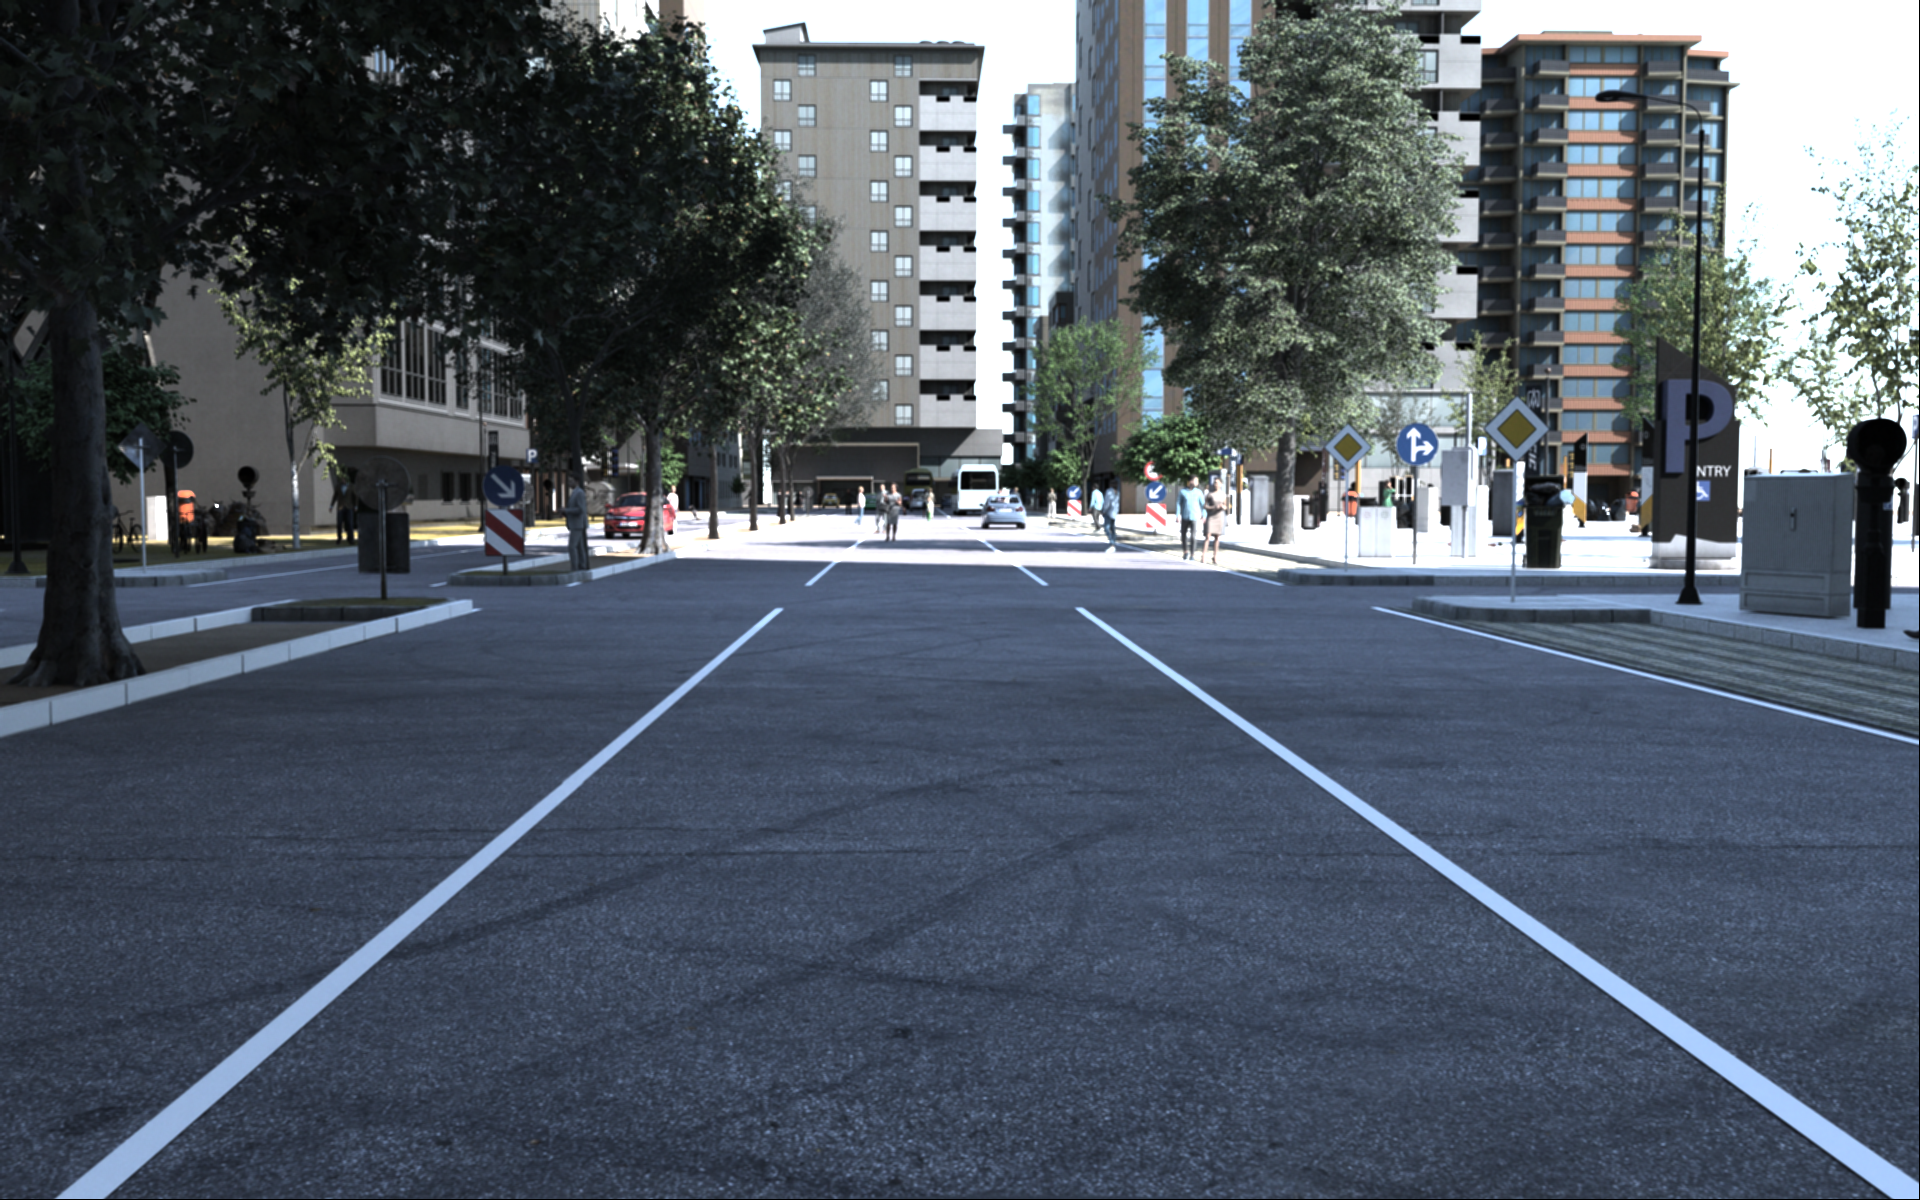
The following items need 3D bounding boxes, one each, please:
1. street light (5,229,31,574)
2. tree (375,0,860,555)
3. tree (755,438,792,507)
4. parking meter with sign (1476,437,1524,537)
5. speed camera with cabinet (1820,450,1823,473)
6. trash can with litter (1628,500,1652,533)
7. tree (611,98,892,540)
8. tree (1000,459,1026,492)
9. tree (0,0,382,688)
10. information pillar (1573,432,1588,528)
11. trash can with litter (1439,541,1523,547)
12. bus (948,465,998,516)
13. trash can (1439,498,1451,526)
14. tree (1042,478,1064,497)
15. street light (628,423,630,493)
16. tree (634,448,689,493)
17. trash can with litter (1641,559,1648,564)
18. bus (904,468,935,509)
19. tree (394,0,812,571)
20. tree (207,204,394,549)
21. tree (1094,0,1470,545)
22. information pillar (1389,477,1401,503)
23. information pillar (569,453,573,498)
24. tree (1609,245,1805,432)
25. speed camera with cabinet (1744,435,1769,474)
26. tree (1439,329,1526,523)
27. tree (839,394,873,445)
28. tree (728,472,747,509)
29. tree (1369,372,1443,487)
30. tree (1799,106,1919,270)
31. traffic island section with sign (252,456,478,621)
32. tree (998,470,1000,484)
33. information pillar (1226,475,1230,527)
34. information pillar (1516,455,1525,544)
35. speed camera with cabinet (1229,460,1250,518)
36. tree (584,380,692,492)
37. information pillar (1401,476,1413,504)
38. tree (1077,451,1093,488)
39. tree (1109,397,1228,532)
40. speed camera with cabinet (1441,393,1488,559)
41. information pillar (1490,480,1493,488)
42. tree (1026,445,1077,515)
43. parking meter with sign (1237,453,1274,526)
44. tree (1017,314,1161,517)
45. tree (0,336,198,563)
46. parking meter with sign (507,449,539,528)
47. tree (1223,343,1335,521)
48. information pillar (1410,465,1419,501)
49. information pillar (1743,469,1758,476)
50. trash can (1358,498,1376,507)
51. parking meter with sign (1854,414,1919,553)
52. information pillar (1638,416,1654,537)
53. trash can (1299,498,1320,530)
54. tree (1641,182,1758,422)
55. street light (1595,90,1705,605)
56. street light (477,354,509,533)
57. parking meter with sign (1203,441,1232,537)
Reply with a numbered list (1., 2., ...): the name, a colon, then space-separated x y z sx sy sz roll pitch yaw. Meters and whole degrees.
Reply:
1. street light: -14.656 -3.377 27.763 1.470 5.913 1.316 0 4 -1
2. tree: -7.257 -7.422 40.822 9.611 12.733 9.660 0 3 0
3. tree: -18.929 -13.602 172.761 4.360 8.622 3.978 0 3 0
4. parking meter with sign: 16.598 -3.450 52.673 1.738 3.016 0.543 3 5 42
5. speed camera with cabinet: 37.636 -5.063 77.111 2.038 3.252 0.660 1 4 15
6. trash can with litter: 22.601 -2.806 57.271 1.055 1.170 0.624 -3 5 -41
7. tree: -7.682 -8.617 53.715 12.009 13.543 11.850 0 3 0
8. tree: 5.909 -9.331 136.277 4.285 4.588 4.351 0 3 0
9. tree: -6.704 -5.720 12.988 9.611 12.733 9.660 0 3 0
10. information pillar: 23.505 -4.542 65.614 0.504 3.616 0.183 2 4 28
11. trash can with litter: 12.875 -1.917 42.398 2.233 1.210 1.678 1 4 13
12. bus: 0.876 -7.466 116.926 2.948 3.499 13.247 0 4 -2
13. trash can: 19.509 -3.522 69.235 0.748 1.137 0.748 0 3 0
14. tree: 6.828 -7.739 121.131 1.663 3.219 1.824 0 3 0
15. street light: -16.265 -7.050 87.811 1.470 5.913 1.316 0 4 -1
16. tree: -18.164 -7.451 105.539 4.285 4.588 4.351 0 3 0
17. trash can with litter: 13.193 -1.286 32.076 1.678 1.210 2.233 3 5 41
18. bus: -3.887 -10.559 164.179 2.896 3.916 12.252 0 4 -1
19. tree: -6.822 -5.779 31.364 8.767 10.594 7.601 0 4 -1
20. tree: -15.401 -5.514 40.516 4.737 8.622 4.395 0 3 0
21. tree: 8.194 -8.372 43.535 9.857 13.997 8.962 0 3 0
22. information pillar: 18.352 -4.207 73.272 0.304 2.012 0.304 2 4 34
23. information pillar: -17.780 -5.403 79.687 0.504 3.616 0.183 2 4 24
24. tree: 30.815 -8.922 71.626 9.928 11.665 9.643 0 3 0
25. speed camera with cabinet: 25.748 -3.870 57.612 2.038 3.252 0.660 1 4 9
26. tree: 23.383 -7.731 76.759 4.737 8.622 4.395 0 3 0
27. tree: -8.710 -9.381 90.253 8.767 10.594 7.601 0 4 -1
28. tree: -19.683 -9.661 152.553 1.663 3.219 1.824 0 3 0
29. tree: 24.653 -8.991 97.367 4.360 8.622 3.978 0 3 0
30. tree: 17.908 -5.056 33.024 4.737 8.622 4.395 0 3 0
31. traffic island section with sign: -6.999 -0.753 20.446 2.006 1.907 1.989 0 4 -1
32. tree: 5.468 -12.025 180.325 4.285 4.588 4.351 0 3 0
33. information pillar: 10.224 -3.802 66.653 0.304 2.012 0.304 1 4 17
34. information pillar: 14.584 -3.277 44.930 0.504 3.616 0.183 -1 4 -20
35. speed camera with cabinet: 16.320 -6.510 100.776 2.038 3.252 0.660 0 4 -5
36. tree: -18.109 -10.580 98.732 9.928 11.665 9.643 0 3 0
37. information pillar: 18.093 -4.003 69.941 0.304 2.012 0.304 0 4 4
38. tree: 8.062 -5.438 72.633 4.285 4.588 4.351 0 3 0
39. tree: 7.768 -4.593 58.814 4.285 4.588 4.351 0 3 0
40. speed camera with cabinet: 10.139 -2.475 34.801 0.660 3.252 2.038 2 4 27
41. information pillar: 27.982 -5.279 90.798 0.304 2.012 0.304 -2 4 -30
42. tree: 6.660 -7.637 108.575 4.285 4.588 4.351 0 3 0
43. parking meter with sign: 12.241 -4.559 70.803 1.738 3.016 0.543 -1 4 -10
44. tree: 7.242 -10.577 98.686 9.928 11.665 9.643 0 3 0
45. tree: -16.219 -2.994 32.661 4.285 4.588 4.351 0 3 0
46. parking meter with sign: -16.724 -4.260 65.918 0.543 3.016 1.738 1 4 21
47. tree: 14.395 -7.659 75.587 4.737 8.622 4.395 0 3 0
48. information pillar: 24.836 -6.316 94.625 0.504 3.616 0.183 -1 4 -10
49. information pillar: 23.570 -2.886 51.685 0.304 2.012 0.304 0 4 -2
50. trash can: 15.716 -3.377 66.871 0.748 1.137 0.748 0 3 0
51. parking meter with sign: 20.016 -2.549 37.942 1.738 3.016 0.543 1 4 14
52. information pillar: 20.698 -3.714 52.081 0.183 3.616 0.504 -2 4 -24
53. trash can: 12.453 -3.062 61.711 0.748 1.137 0.748 0 3 0
54. tree: 18.389 -5.605 42.007 4.737 8.622 4.395 0 3 0
55. street light: 8.002 -2.908 20.093 1.470 5.913 1.316 0 4 -1
56. street light: -15.397 -5.206 57.659 1.470 5.913 1.316 0 4 -1
57. parking meter with sign: 7.785 -3.444 52.566 0.543 3.016 1.738 1 4 22
